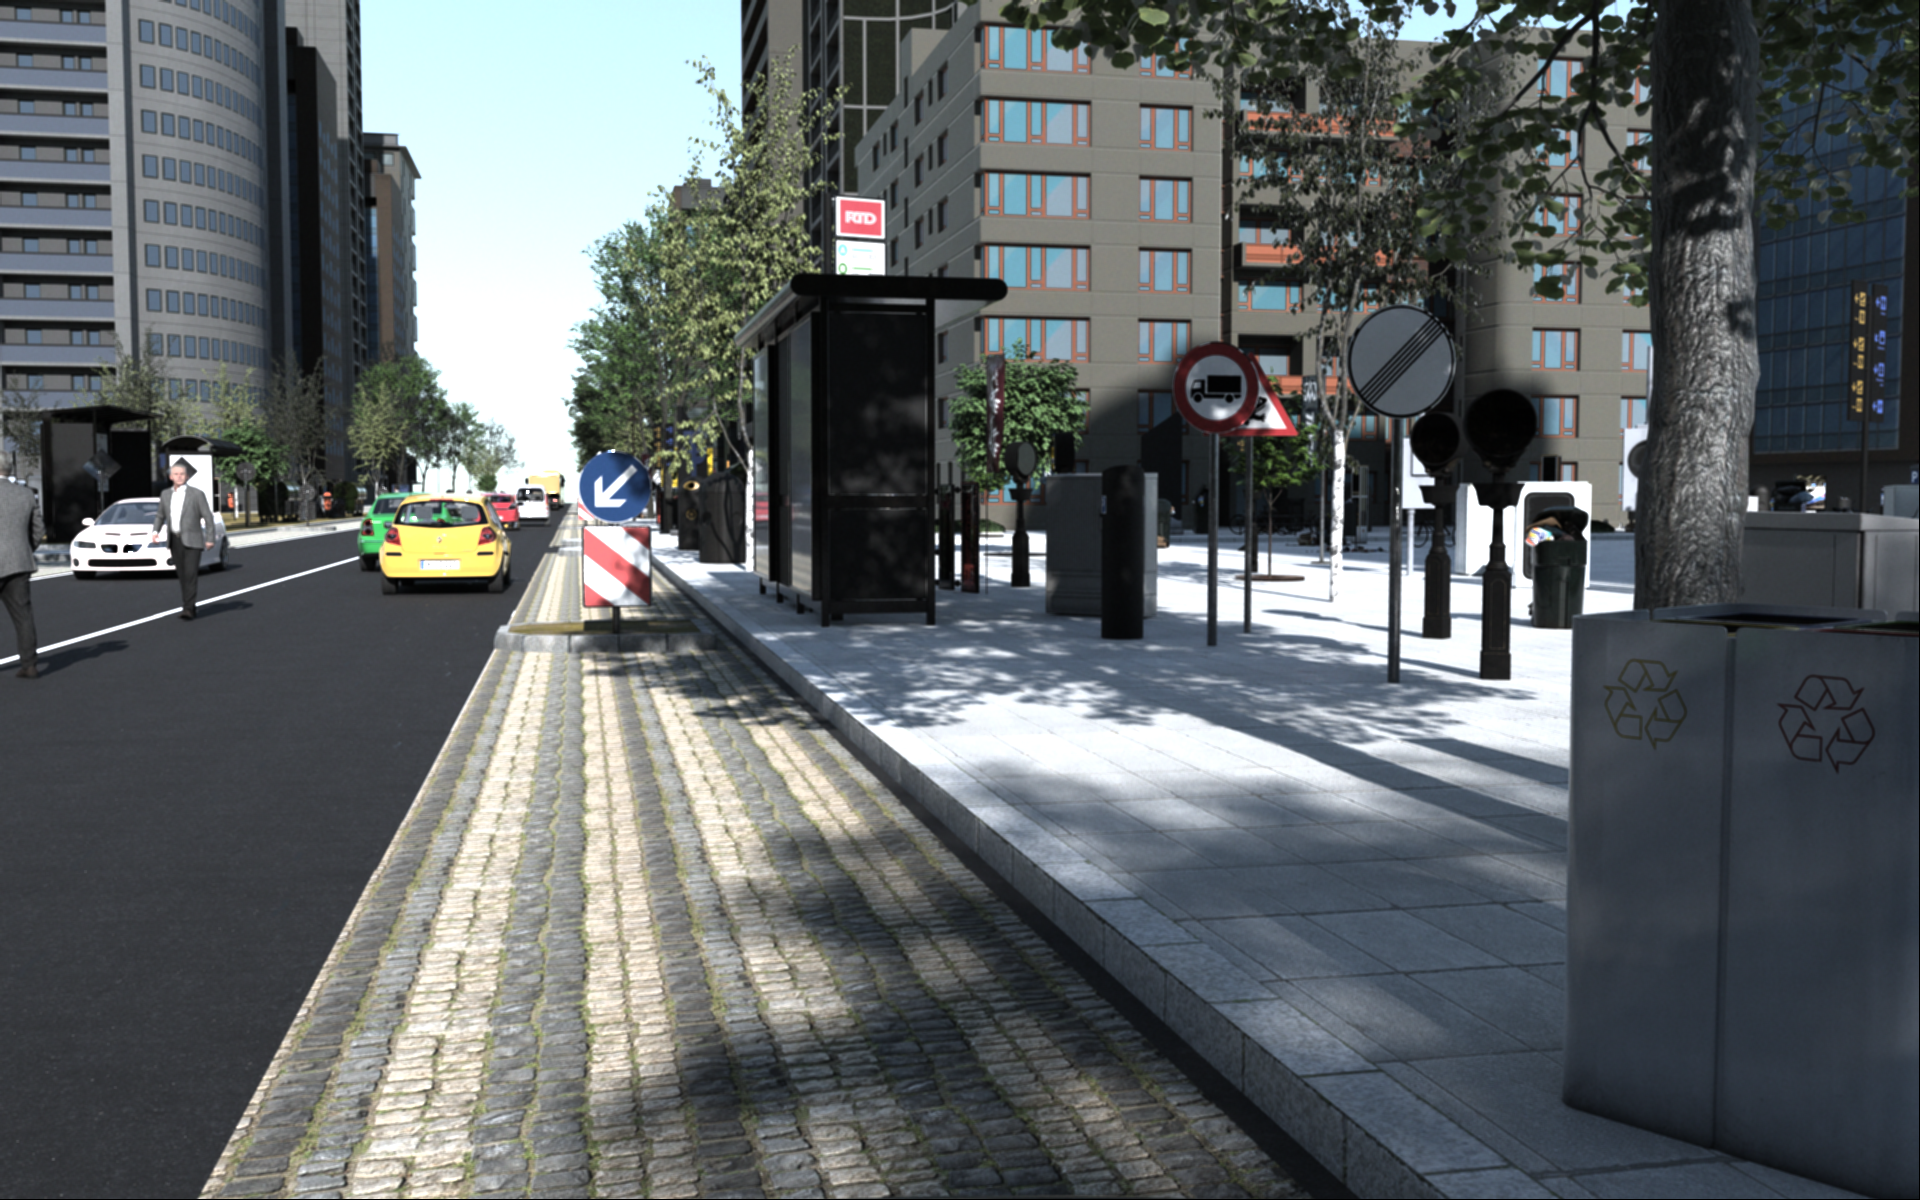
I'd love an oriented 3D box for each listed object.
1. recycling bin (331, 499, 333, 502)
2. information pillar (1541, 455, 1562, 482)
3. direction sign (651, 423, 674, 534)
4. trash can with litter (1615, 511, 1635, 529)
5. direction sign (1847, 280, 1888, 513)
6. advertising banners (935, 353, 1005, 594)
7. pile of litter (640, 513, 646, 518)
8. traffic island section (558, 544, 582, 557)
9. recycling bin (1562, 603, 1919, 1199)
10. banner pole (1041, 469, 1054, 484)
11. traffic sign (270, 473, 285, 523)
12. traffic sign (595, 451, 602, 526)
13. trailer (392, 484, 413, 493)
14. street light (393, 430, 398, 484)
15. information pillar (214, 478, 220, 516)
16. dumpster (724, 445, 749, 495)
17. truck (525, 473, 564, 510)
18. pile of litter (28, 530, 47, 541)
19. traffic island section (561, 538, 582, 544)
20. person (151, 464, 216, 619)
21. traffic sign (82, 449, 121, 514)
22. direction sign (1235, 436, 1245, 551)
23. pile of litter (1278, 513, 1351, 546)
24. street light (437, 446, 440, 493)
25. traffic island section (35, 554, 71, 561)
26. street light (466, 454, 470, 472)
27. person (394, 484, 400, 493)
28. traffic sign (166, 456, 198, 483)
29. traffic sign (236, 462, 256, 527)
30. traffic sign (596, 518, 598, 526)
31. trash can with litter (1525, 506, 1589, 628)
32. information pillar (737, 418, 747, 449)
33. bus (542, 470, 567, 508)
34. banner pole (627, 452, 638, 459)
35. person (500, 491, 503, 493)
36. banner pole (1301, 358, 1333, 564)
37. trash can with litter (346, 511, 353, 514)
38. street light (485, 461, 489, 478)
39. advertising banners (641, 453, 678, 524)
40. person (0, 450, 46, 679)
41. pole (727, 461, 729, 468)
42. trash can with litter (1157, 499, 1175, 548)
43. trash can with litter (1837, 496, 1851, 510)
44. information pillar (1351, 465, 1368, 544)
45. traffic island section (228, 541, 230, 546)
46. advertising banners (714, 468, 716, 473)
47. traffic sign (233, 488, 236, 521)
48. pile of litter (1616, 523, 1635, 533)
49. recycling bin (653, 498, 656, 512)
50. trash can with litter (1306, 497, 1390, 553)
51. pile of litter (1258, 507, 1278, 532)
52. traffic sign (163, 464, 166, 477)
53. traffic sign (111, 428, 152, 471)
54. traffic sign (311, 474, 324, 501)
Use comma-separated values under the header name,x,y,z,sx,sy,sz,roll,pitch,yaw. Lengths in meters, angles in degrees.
name,x,y,z,sx,sy,sz,roll,pitch,yaw
recycling bin,-39.805,-5.933,109.562,0.722,1.027,0.722,-1,4,-11
information pillar,11.114,-1.719,32.602,0.304,2.012,0.304,2,4,32
direction sign,-9.509,-3.893,55.655,0.876,3.537,0.379,2,4,35
trash can with litter,24.642,-3.218,63.678,1.678,1.210,2.233,1,4,13
direction sign,9.744,-1.630,18.653,0.876,3.537,0.379,-3,5,-41
advertising banners,0.122,-1.612,22.536,0.090,3.025,2.074,-2,4,-25
pile of litter,-17.605,-4.874,93.647,1.176,0.858,1.719,-2,4,-30
traffic island section,-8.411,-1.127,40.714,2.009,0.180,2.903,-1,4,-12
recycling bin,1.754,0.549,3.575,0.722,1.027,0.722,-3,5,-40
banner pole,2.785,-3.817,52.417,0.863,3.779,0.401,-2,4,-32
traffic sign,-30.267,-4.683,76.675,0.768,2.556,0.104,0,4,-7
traffic sign,-8.432,-2.262,40.632,0.795,2.450,0.064,-1,4,-12
trailer,-32.612,-5.758,101.191,1.471,1.999,3.904,-1,4,-13
street light,-39.407,-9.063,120.972,0.468,5.910,1.993,-1,4,-12
information pillar,-34.553,-4.643,80.412,0.304,2.012,0.304,-3,5,-39
dumpster,-4.215,-2.024,35.585,1.502,2.255,1.985,-1,4,-12
truck,-37.463,-9.800,156.149,3.469,3.379,9.791,-1,4,-13
pile of litter,-25.656,-2.044,47.388,1.176,0.858,1.719,-2,4,-27
traffic island section,-10.135,-1.604,48.512,2.009,0.180,2.903,-1,4,-12
person,-8.903,-0.667,19.809,0.661,1.777,0.834,0,4,-7
traffic sign,-18.978,-2.122,38.331,0.795,2.450,0.064,-1,4,-12
direction sign,6.478,-2.881,39.098,0.379,3.537,0.876,3,5,44
pile of litter,8.942,-1.791,43.242,1.719,0.858,1.176,0,4,4
street light,-47.641,-11.340,158.193,0.468,5.910,1.993,-1,4,-12
traffic island section,-18.999,-0.985,38.387,2.009,0.180,2.903,-1,4,-12
street light,-57.218,-14.007,201.806,0.468,5.910,1.993,-1,4,-12
person,-20.405,-3.307,62.849,0.678,1.792,0.850,-3,5,-43
traffic sign,-20.701,-2.599,46.128,0.795,2.450,0.064,-1,4,-12
traffic sign,-28.147,-4.170,68.279,0.768,2.556,0.104,0,4,-3
traffic sign,-10.156,-2.739,48.429,0.795,2.450,0.064,-1,4,-12
trash can with litter,5.720,-0.333,16.833,0.624,1.170,1.055,0,4,8
information pillar,-6.715,-3.796,53.419,0.183,3.616,0.504,-3,4,-38
bus,-42.696,-11.556,180.494,2.896,3.916,12.252,-1,4,-10
banner pole,-19.781,-6.994,104.375,0.863,3.779,0.401,-1,4,-14
person,-40.033,-8.671,150.957,1.217,1.739,0.721,2,4,24
banner pole,6.580,-2.575,32.115,0.401,3.779,0.863,-2,4,-28
trash can with litter,-38.704,-5.978,109.133,1.055,1.170,0.624,-1,4,-16
street light,-65.460,-16.319,239.598,0.468,5.910,1.993,-1,4,-12
advertising banners,-12.809,-4.785,74.421,2.074,3.025,0.090,1,4,23
person,-7.563,-0.285,13.560,0.834,1.777,0.661,2,4,24
pole,-14.190,-6.864,106.077,0.158,3.312,0.155,0,3,0
trash can with litter,4.823,-1.826,41.248,0.624,1.170,1.055,0,4,5
trash can with litter,35.259,-3.602,69.945,2.233,1.210,1.678,0,4,-2
information pillar,10.290,-2.454,44.612,0.304,2.012,0.304,-2,4,-35
traffic island section,-20.722,-1.462,46.185,2.009,0.180,2.903,-1,4,-12
advertising banners,-16.047,-7.394,117.075,2.074,3.025,0.090,-2,4,-33
traffic sign,-34.466,-5.023,82.229,0.768,2.556,0.104,0,4,-8
pile of litter,22.816,-2.696,58.045,1.719,0.858,1.176,2,4,24
recycling bin,-21.219,-6.695,122.016,0.722,1.027,0.722,1,4,12
trash can with litter,8.896,-1.669,38.349,2.233,1.210,1.678,1,4,23
pile of litter,10.285,-2.726,58.529,1.176,0.858,1.719,0,4,1
traffic sign,-30.326,-4.077,66.764,0.768,2.556,0.104,0,4,-4
traffic sign,-25.981,-3.626,53.151,2.265,3.308,0.079,0,4,-4
traffic sign,-40.057,-6.602,108.044,0.768,2.556,0.104,0,4,-8
